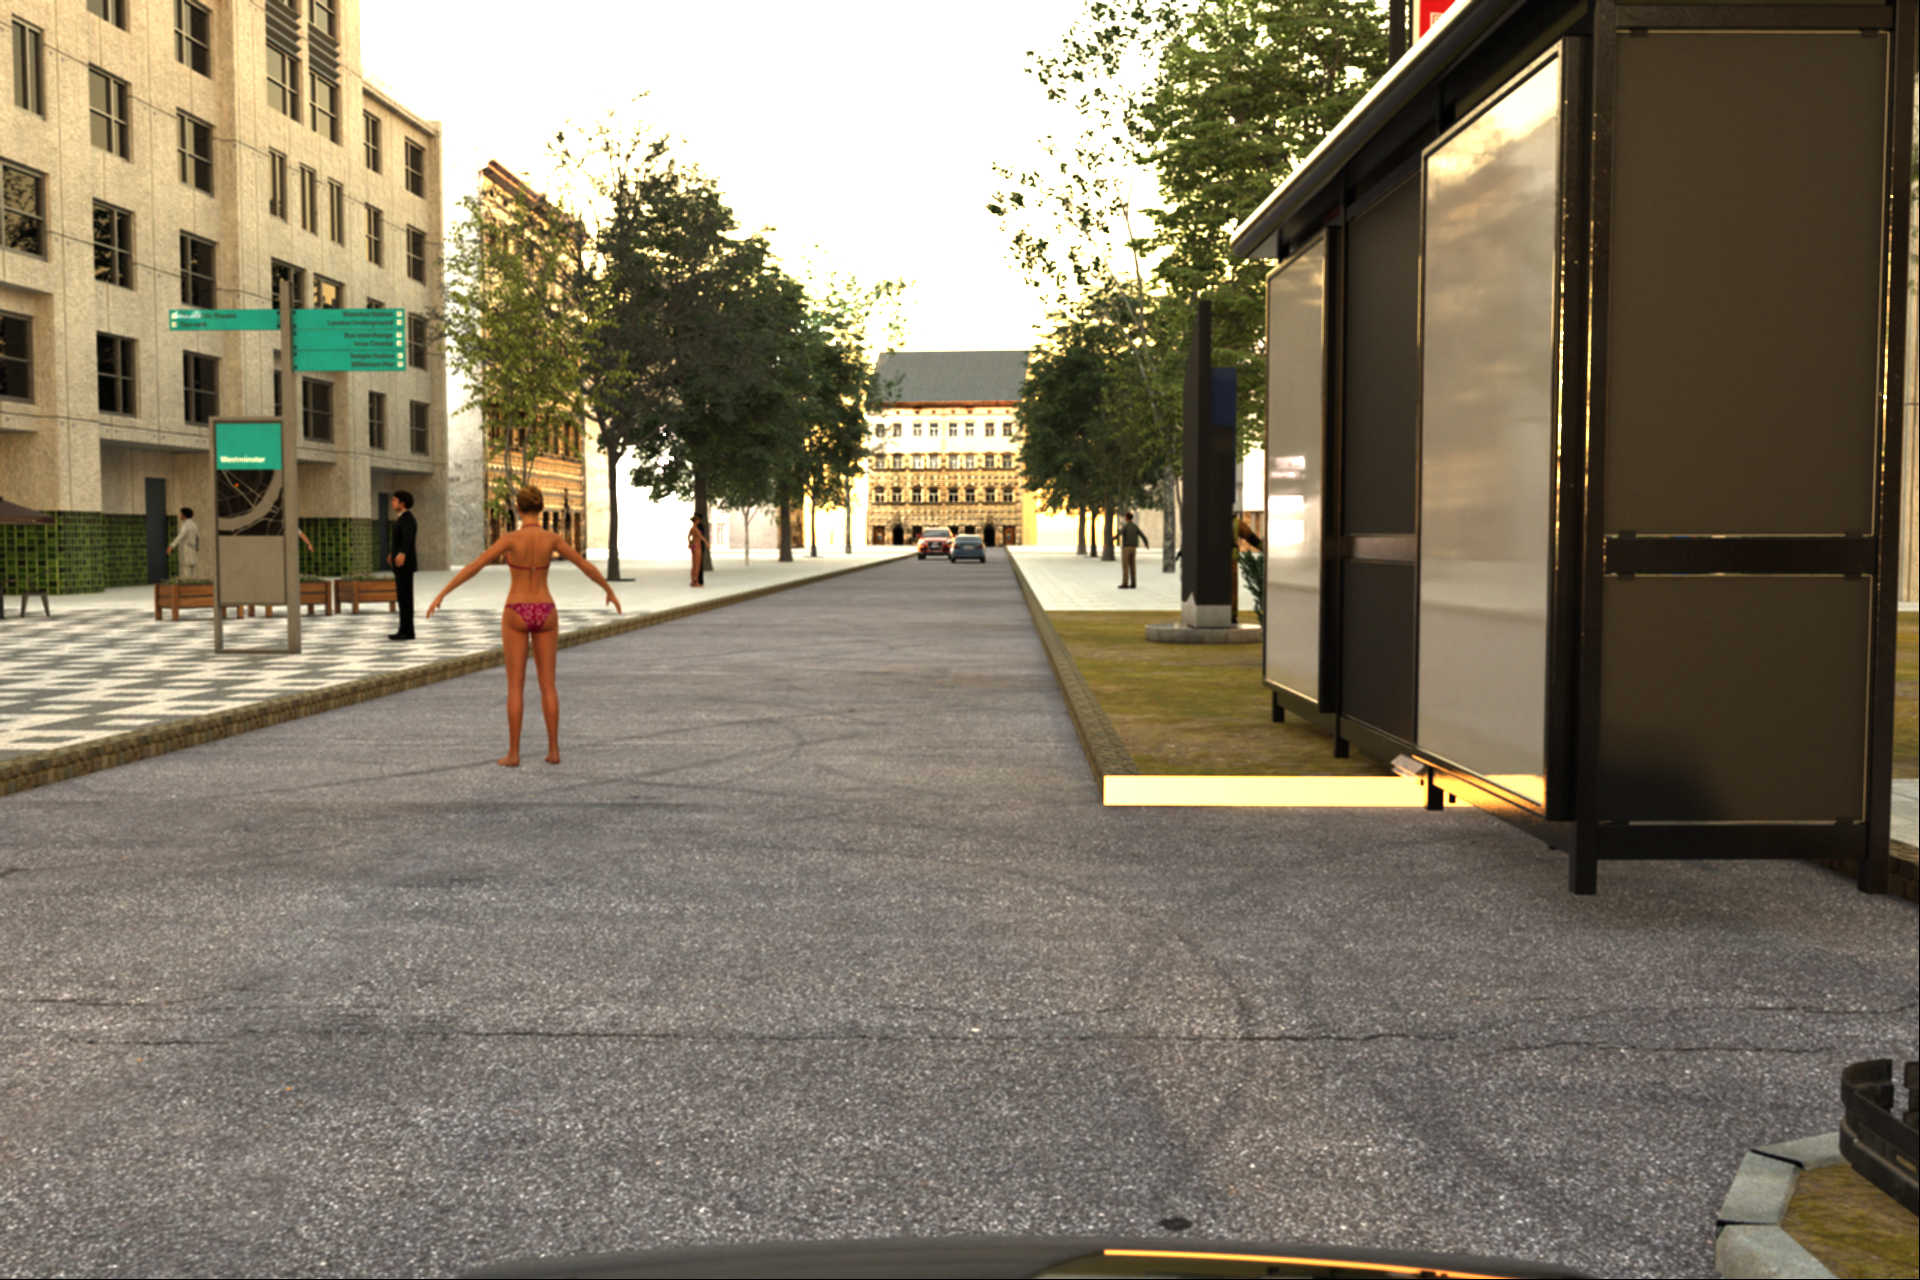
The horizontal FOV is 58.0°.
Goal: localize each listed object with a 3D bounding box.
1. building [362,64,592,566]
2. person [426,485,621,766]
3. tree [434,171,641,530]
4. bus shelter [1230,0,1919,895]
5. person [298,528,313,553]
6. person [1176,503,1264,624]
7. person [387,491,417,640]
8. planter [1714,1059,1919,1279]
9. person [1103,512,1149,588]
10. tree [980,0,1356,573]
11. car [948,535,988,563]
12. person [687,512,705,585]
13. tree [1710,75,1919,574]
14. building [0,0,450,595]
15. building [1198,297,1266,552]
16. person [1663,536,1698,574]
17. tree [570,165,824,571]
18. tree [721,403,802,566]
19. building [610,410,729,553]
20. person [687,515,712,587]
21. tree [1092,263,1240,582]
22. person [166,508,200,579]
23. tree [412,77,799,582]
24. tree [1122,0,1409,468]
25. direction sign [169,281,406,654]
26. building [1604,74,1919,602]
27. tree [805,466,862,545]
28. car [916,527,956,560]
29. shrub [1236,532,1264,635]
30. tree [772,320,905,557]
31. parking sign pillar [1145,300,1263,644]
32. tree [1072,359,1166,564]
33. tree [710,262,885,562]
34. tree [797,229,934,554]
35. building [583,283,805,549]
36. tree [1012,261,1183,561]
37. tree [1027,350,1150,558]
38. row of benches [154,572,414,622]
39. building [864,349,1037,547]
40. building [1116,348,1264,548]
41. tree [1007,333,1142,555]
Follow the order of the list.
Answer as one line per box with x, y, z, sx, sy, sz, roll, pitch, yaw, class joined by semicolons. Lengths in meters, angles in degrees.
-28.359;-15.148;78.606;19.493;23.208;18.063;0;4;0;building
-2.700;-0.095;10.817;1.217;1.733;0.721;-2;4;-28;person
-9.086;-5.254;36.258;4.737;8.622;4.395;0;3;0;tree
2.941;-1.996;10.264;2.179;5.291;8.768;0;4;-1;bus shelter
-13.609;-1.774;34.856;1.347;1.847;0.705;1;4;8;person
3.731;-1.144;24.466;1.354;1.858;0.705;0;4;2;person
-6.803;-0.912;21.097;0.705;1.806;1.347;-1;4;-22;person
2.459;1.111;2.971;1.991;0.319;1.994;0;4;1;planter
3.981;-2.122;40.965;1.348;1.796;0.705;-2;4;-33;person
6.656;-12.388;58.440;12.611;20.169;13.585;0;3;0;tree
0.403;-4.611;87.396;2.014;1.417;4.499;0;3;0;car
-6.617;-2.301;43.563;0.705;1.837;1.347;0;4;2;person
7.706;-4.136;17.983;4.360;8.622;3.978;0;3;0;tree
-26.828;-10.912;44.873;16.747;18.905;31.486;0;4;2;building
23.585;-17.197;137.584;16.016;20.090;11.380;0;4;1;building
15.937;-1.965;38.258;1.347;1.817;0.704;-1;4;-22;person
-8.943;-9.387;60.128;9.857;13.997;8.962;0;3;0;tree
-8.650;-7.301;69.728;4.360;8.622;3.978;0;3;0;tree
-21.995;-11.590;131.649;9.099;9.664;28.070;0;4;1;building
-6.320;-2.149;41.935;0.721;1.733;1.217;-2;4;-32;person
5.861;-5.874;46.398;4.737;8.622;4.395;0;3;0;tree
-15.443;-1.735;34.562;0.705;1.806;1.347;0;4;-1;person
-9.389;-8.348;46.859;12.009;13.543;11.850;0;3;0;tree
6.460;-6.939;31.578;7.486;12.596;7.792;0;3;0;tree
-7.088;-1.846;18.952;2.525;3.948;1.411;0;4;2;direction sign
26.660;-11.076;47.554;16.747;18.905;31.486;0;4;2;building
-14.897;-16.543;204.889;7.601;10.594;8.767;0;4;-1;tree
-1.310;-5.500;98.599;2.281;1.827;5.304;0;4;2;car
3.552;-0.756;16.787;1.690;2.028;1.600;0;3;0;shrub
-8.229;-11.380;96.430;12.009;13.543;11.850;0;3;0;tree
2.952;-1.972;20.713;1.447;3.967;1.447;0;4;-1;parking sign pillar
6.890;-7.499;72.964;4.360;8.622;3.978;0;3;0;tree
-8.134;-10.588;79.764;9.857;13.997;8.962;0;3;0;tree
-8.501;-15.587;110.743;12.611;20.169;13.585;0;3;0;tree
-24.296;-19.817;154.940;19.493;23.208;18.063;0;4;2;building
7.173;-10.767;82.703;9.857;13.997;8.962;0;3;0;tree
7.449;-10.357;95.099;9.928;11.665;9.643;0;3;0;tree
-10.524;-0.705;26.991;1.422;0.672;4.104;3;5;41;row of benches
-0.660;-22.768;205.644;18.063;23.208;19.493;0;4;8;building
25.063;-18.762;173.214;16.747;18.905;31.486;0;4;1;building
7.628;-12.275;107.345;9.857;13.997;8.962;0;3;0;tree
